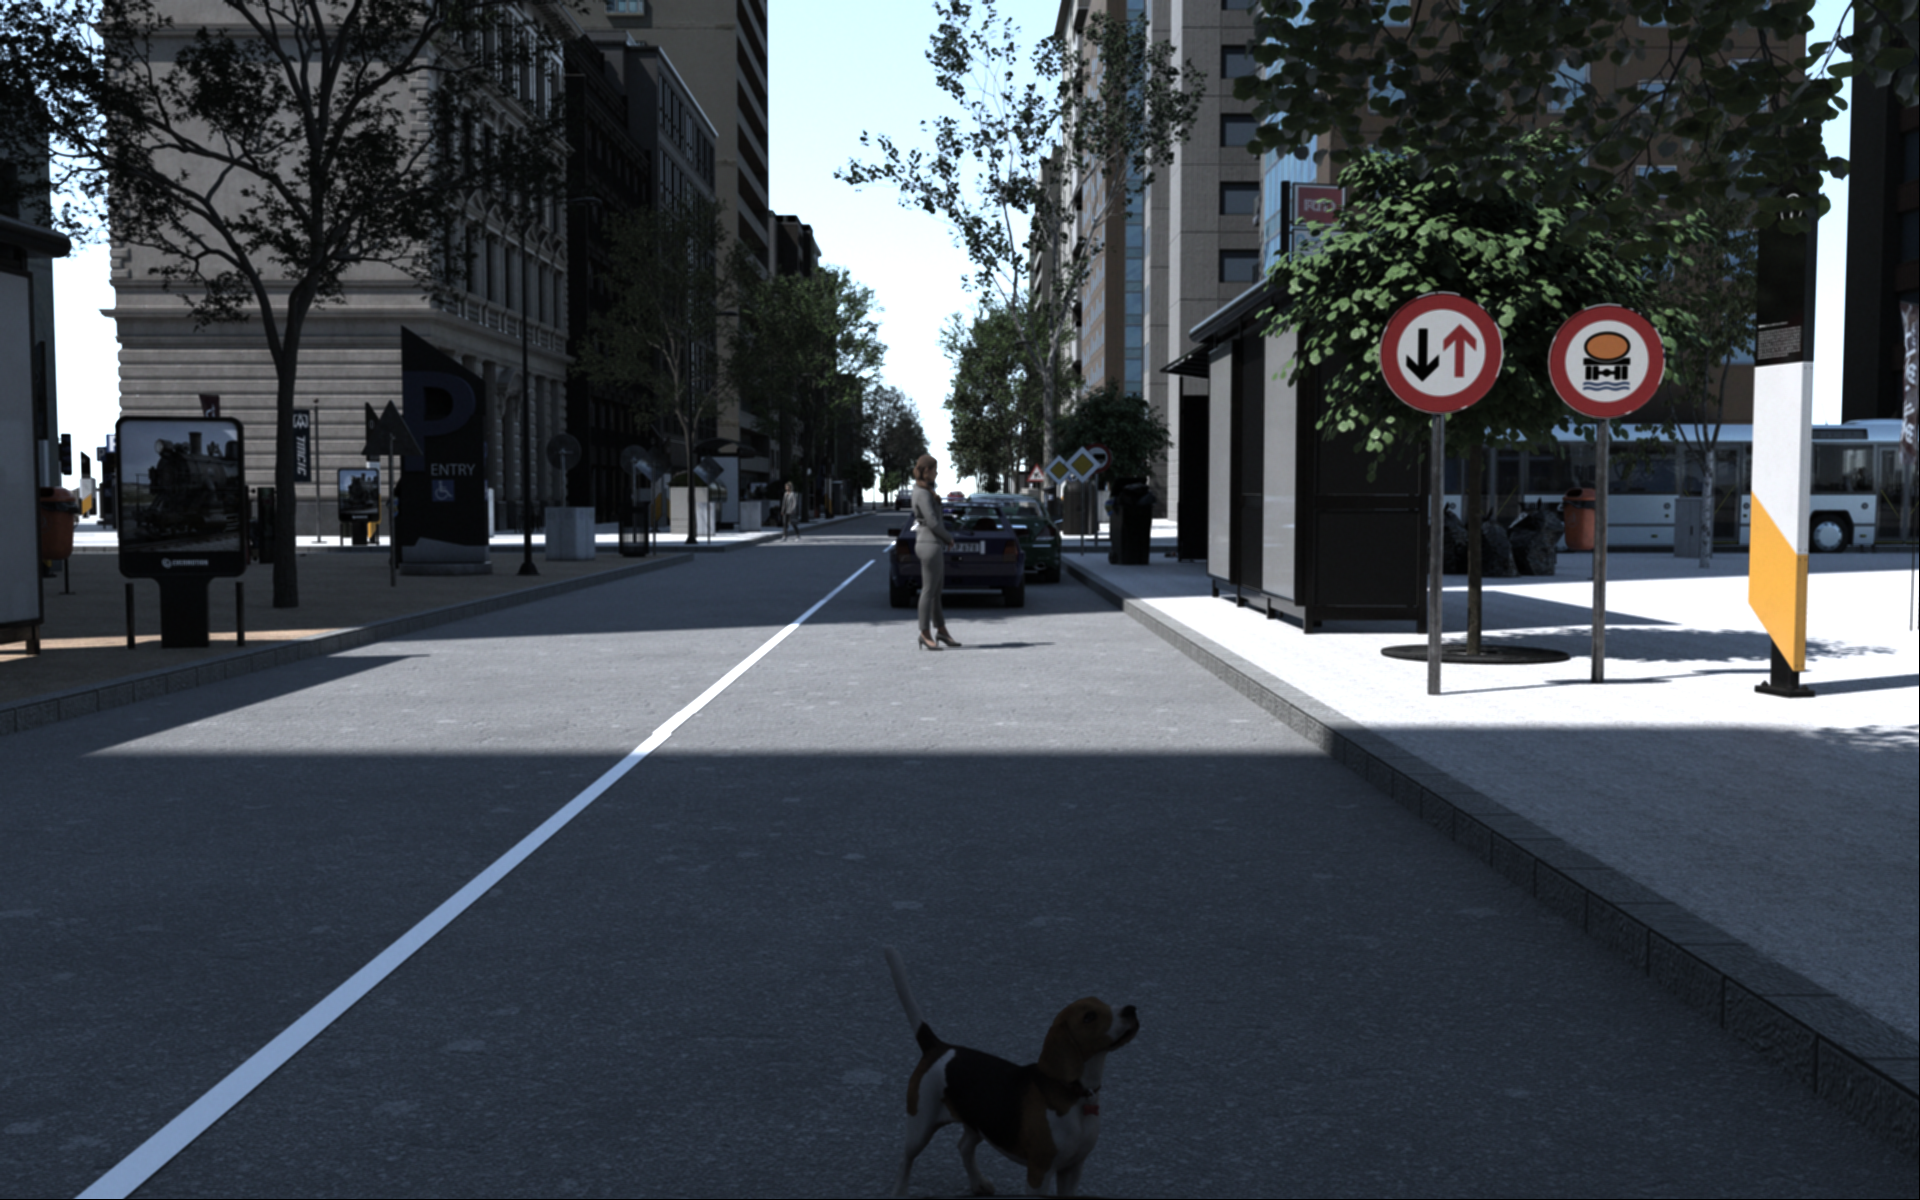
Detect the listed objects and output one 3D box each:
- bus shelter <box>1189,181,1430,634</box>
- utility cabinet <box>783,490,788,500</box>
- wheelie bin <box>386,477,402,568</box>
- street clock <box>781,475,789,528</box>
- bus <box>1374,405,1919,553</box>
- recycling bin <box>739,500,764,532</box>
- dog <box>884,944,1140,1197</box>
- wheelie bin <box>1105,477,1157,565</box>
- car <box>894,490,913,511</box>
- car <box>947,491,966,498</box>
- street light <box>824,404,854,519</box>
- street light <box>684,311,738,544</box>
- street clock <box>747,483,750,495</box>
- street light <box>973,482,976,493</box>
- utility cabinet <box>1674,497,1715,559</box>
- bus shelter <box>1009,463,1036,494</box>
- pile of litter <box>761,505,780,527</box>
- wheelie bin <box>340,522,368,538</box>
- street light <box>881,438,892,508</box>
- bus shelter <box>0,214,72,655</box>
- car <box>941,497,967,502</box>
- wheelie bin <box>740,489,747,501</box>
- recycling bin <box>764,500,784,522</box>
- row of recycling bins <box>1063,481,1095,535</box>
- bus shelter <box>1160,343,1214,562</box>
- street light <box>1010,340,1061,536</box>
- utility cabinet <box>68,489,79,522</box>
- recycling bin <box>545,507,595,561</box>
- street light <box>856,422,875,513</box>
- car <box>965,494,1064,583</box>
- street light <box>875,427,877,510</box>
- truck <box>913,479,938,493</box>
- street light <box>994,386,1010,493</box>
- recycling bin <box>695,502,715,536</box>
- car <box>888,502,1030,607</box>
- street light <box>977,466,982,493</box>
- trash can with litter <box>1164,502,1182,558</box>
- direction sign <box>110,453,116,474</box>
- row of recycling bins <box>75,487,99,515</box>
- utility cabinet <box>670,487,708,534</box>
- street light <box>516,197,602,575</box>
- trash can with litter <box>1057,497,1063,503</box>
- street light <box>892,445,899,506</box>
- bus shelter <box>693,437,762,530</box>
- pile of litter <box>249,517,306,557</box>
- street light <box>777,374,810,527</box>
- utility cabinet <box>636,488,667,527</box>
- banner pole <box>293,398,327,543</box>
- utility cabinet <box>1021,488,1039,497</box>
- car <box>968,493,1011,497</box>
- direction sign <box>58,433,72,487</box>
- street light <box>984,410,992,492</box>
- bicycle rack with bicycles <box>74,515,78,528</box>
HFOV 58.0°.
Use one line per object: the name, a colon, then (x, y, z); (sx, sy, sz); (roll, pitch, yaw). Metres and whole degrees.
bus shelter: (3.939, -2.590, 19.977); (2.179, 5.291, 8.768); (0, 4, 0)
utility cabinet: (-7.925, -4.306, 79.079); (0.318, 1.500, 1.173); (-1, 4, -21)
wheelie bin: (-9.444, -1.353, 30.028); (0.693, 1.594, 0.980); (1, 4, 22)
street clock: (-6.532, -3.686, 64.836); (0.358, 2.002, 0.471); (0, 4, -7)
bus: (16.261, -2.710, 39.174); (13.247, 3.499, 2.948); (0, 4, -2)
recycling bin: (-7.122, -2.829, 58.816); (0.722, 1.027, 0.722); (0, 4, -5)
dog: (0.083, 0.974, 3.364); (0.540, 0.507, 0.406); (1, 4, 8)
wheelie bin: (3.145, -1.448, 31.575); (0.980, 1.594, 0.693); (-1, 4, -20)
car: (-4.614, -8.763, 151.946); (2.281, 1.827, 5.304); (0, 4, 0)
car: (-0.470, -12.093, 206.389); (2.281, 1.827, 5.304); (0, 3, 0)
street light: (-6.280, -7.139, 89.262); (1.470, 5.913, 1.316); (0, 4, 0)
street light: (-6.334, -4.380, 44.153); (1.470, 5.913, 1.316); (0, 4, 0)
street clock: (-13.368, -6.502, 110.879); (0.471, 2.002, 0.358); (-3, 5, -40)
street light: (1.870, -13.595, 194.818); (1.470, 5.913, 1.316); (0, 4, 0)
utility cabinet: (14.769, -1.451, 34.887); (0.306, 1.237, 1.020); (0, 4, -6)
bus shelter: (4.159, -7.375, 114.501); (2.014, 3.302, 5.546); (0, 4, 0)
pile of litter: (-7.554, -3.362, 68.937); (1.176, 0.858, 1.719); (-2, 4, -23)
wheelie bin: (-17.883, -2.640, 51.077); (0.980, 1.594, 0.693); (0, 4, 3)
street light: (-6.532, -10.384, 142.321); (1.470, 5.913, 1.316); (0, 4, 0)
bus shelter: (-8.136, -1.944, 9.418); (2.179, 5.291, 8.768); (0, 4, 0)
car: (-0.315, -2.620, 55.420); (1.945, 1.354, 3.894); (0, 3, 0)
wheelie bin: (-13.260, -5.917, 104.648); (0.980, 1.594, 0.693); (1, 4, 15)
recycling bin: (-7.755, -3.610, 71.578); (0.722, 1.027, 0.722); (-3, 5, -39)
row of recycling bins: (3.852, -2.961, 55.528); (1.069, 1.692, 3.534); (0, 4, 7)
bus shelter: (4.643, -2.349, 29.695); (1.731, 3.624, 6.357); (0, 4, 0)
street light: (2.355, -4.887, 52.446); (1.470, 5.913, 1.316); (0, 4, 0)
utility cabinet: (-40.111, -4.228, 77.809); (1.173, 1.500, 0.318); (2, 4, 27)
recycling bin: (-7.549, -1.284, 33.550); (0.722, 1.027, 0.722); (1, 4, 18)
street light: (-6.414, -8.496, 111.451); (1.470, 5.913, 1.316); (0, 4, 0)
car: (0.727, -1.078, 29.429); (2.131, 1.459, 4.920); (0, 4, 0)
street light: (-6.493, -9.040, 120.344); (1.470, 5.913, 1.316); (0, 4, 0)
truck: (-4.147, -13.783, 215.116); (2.967, 4.110, 18.799); (0, 3, 0)
street light: (2.292, -6.222, 74.275); (1.470, 5.913, 1.316); (0, 4, 0)
recycling bin: (-7.850, -2.470, 52.931); (0.722, 1.027, 0.722); (-1, 4, -9)
car: (-0.021, -0.655, 23.290); (1.945, 1.354, 3.894); (0, 4, 1)
street light: (2.116, -9.577, 129.127); (1.470, 5.913, 1.316); (0, 4, 0)
trash can with litter: (5.042, -1.481, 35.273); (2.233, 1.210, 1.678); (-2, 4, -28)
direction sign: (-33.411, -4.714, 69.067); (0.876, 3.537, 0.379); (0, 4, -6)
row of recycling bins: (-53.405, -6.074, 106.419); (1.069, 1.692, 3.534); (0, 4, 1)
utility cabinet: (-8.632, -2.846, 55.216); (1.173, 1.500, 0.318); (-1, 4, -12)
street light: (-6.305, -3.348, 27.278); (1.470, 5.913, 1.316); (0, 4, 0)
trash can with litter: (4.197, -3.549, 69.410); (1.055, 1.170, 0.624); (3, 5, 39)
street light: (-6.599, -11.718, 164.133); (1.470, 5.913, 1.316); (0, 4, 0)
bus shelter: (-8.698, -4.335, 64.803); (2.014, 3.302, 5.546); (0, 4, 0)
pile of litter: (-14.276, -1.320, 35.542); (1.719, 0.858, 1.176); (-1, 4, -23)
street light: (-6.373, -5.772, 66.916); (1.470, 5.913, 1.316); (0, 4, 0)
utility cabinet: (-11.921, -3.563, 66.939); (1.173, 1.500, 0.318); (-3, 4, -38)
banner pole: (-17.047, -3.381, 45.295); (0.863, 3.779, 0.401); (-1, 4, -16)
utility cabinet: (2.717, -3.554, 66.782); (0.318, 1.500, 1.173); (2, 4, 23)
car: (0.864, -2.378, 47.679); (1.959, 1.807, 4.718); (0, 4, -1)
direction sign: (-33.583, -4.439, 64.578); (0.876, 3.537, 0.379); (-2, 4, -34)
street light: (2.148, -7.556, 96.087); (1.470, 5.913, 1.316); (0, 4, 0)
bicycle rack with bicycles: (-32.968, -2.896, 60.736); (2.925, 0.926, 2.852); (0, 4, 3)
